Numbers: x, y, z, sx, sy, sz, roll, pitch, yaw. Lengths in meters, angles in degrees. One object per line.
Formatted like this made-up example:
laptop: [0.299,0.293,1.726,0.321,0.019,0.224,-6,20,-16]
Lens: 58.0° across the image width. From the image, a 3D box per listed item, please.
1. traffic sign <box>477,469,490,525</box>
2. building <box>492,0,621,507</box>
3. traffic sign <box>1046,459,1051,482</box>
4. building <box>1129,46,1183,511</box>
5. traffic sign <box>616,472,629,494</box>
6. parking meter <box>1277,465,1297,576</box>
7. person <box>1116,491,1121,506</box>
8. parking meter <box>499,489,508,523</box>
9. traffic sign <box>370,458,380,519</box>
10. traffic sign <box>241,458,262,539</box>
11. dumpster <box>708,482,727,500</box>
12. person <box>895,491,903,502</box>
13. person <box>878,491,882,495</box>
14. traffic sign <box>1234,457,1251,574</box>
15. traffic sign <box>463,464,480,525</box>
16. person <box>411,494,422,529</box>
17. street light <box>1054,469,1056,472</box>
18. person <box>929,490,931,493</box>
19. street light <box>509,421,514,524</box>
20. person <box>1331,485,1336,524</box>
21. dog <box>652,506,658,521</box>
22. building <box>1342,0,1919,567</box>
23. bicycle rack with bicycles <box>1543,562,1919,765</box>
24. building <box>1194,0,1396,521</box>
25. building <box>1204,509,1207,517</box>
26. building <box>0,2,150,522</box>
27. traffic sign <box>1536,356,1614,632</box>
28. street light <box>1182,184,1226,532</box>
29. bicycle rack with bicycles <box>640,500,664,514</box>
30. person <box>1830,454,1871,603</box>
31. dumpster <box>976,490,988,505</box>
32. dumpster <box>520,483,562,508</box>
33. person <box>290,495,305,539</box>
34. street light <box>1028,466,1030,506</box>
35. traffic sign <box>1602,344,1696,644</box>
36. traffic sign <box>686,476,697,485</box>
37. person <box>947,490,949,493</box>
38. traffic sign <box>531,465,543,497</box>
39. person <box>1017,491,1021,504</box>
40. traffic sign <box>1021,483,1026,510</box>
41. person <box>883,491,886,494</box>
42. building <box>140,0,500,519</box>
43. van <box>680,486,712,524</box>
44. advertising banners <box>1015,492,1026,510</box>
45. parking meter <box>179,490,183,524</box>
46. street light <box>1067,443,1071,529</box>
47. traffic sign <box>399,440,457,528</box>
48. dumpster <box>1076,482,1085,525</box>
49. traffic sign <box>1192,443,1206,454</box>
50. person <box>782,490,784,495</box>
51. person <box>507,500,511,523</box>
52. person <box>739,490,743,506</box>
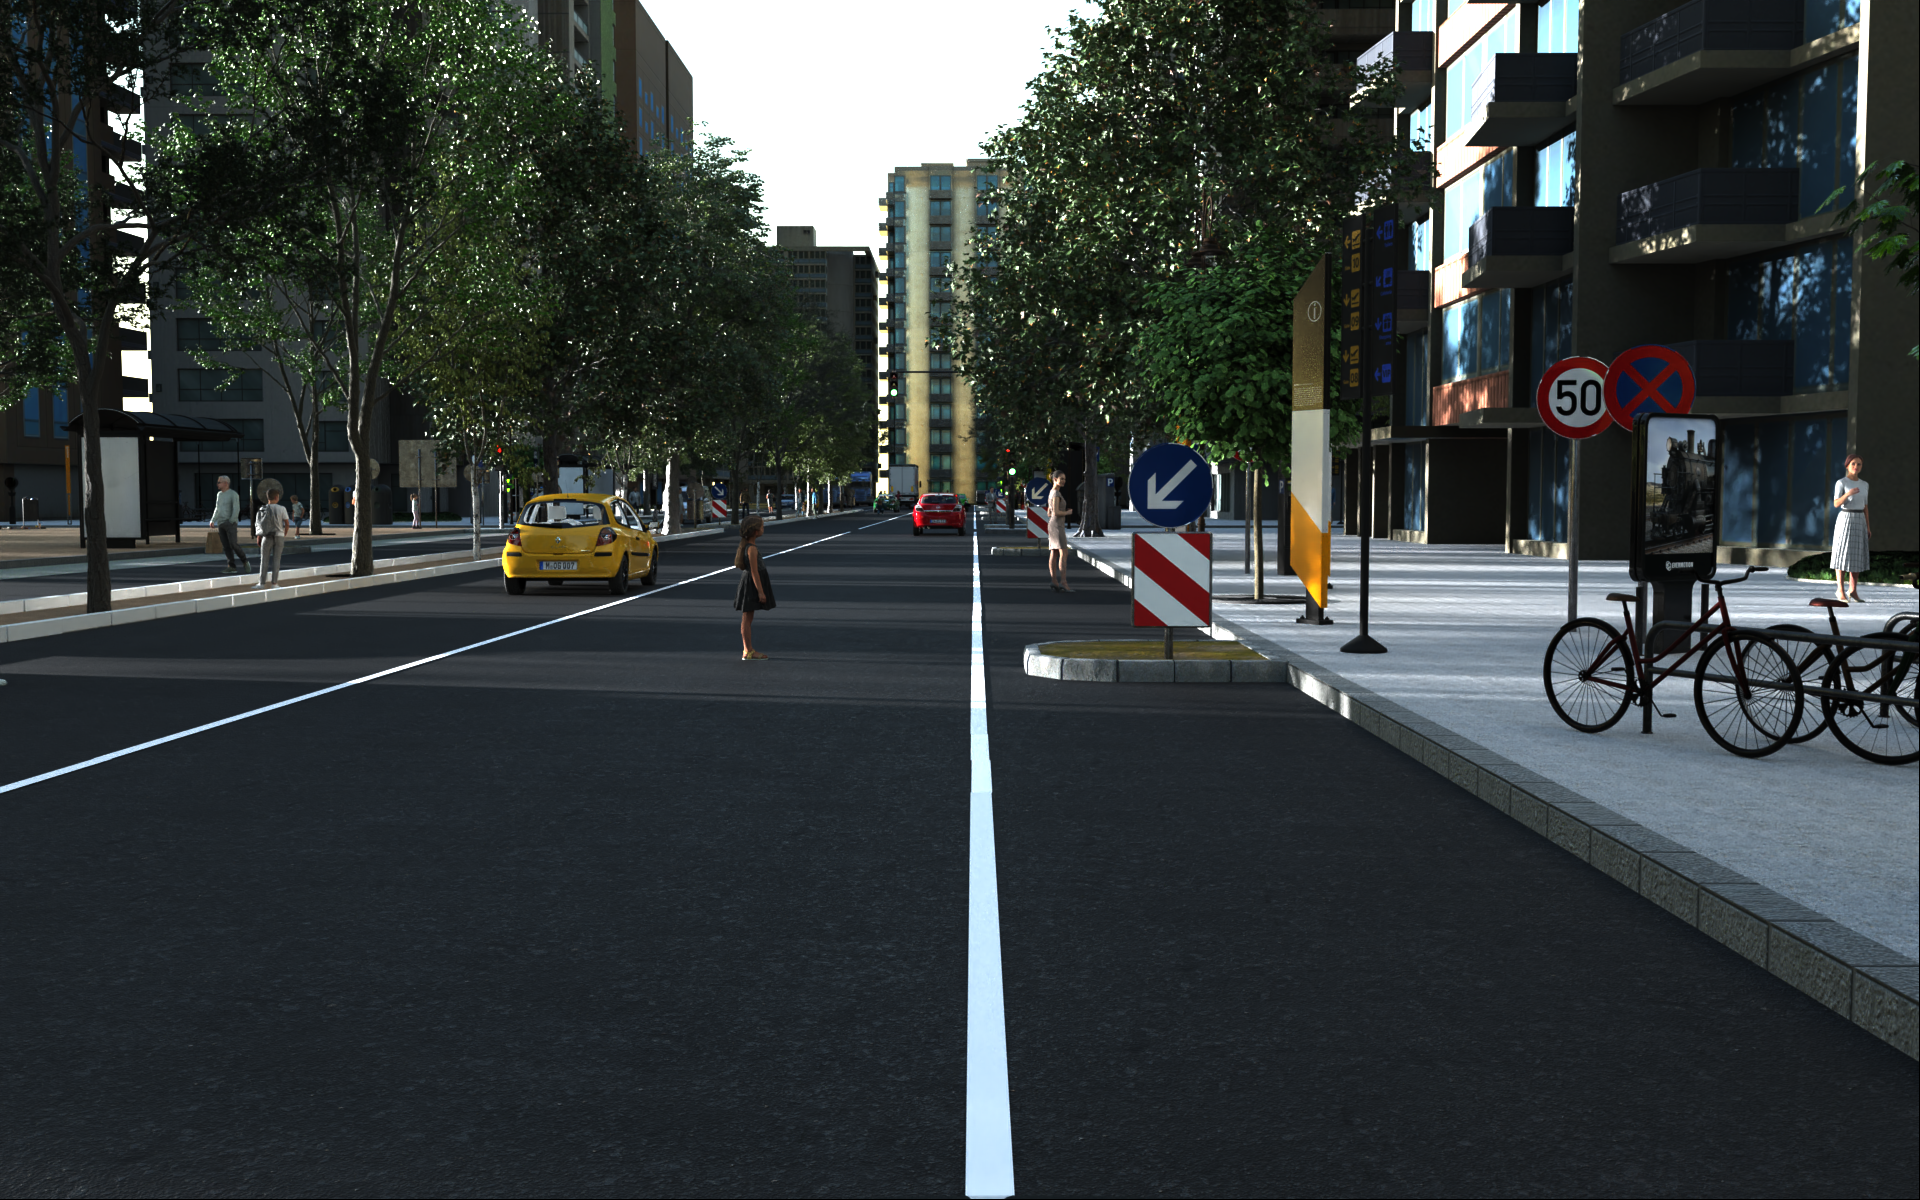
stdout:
traffic sign: [-19.656,-4.236,71.381,0.606,2.300,0.079,0,4,3]
building: [-32.150,-26.708,120.267,14.154,41.232,14.086,0,4,0]
traffic sign: [5.833,-6.186,95.008,2.265,3.308,0.079,0,4,2]
building: [23.652,-36.080,131.902,21.231,58.520,28.212,0,4,0]
traffic sign: [-19.378,-6.075,99.427,0.768,2.556,0.104,1,4,10]
parking meter: [5.203,-1.325,27.377,0.255,1.863,0.399,-1,4,-10]
person: [10.433,-6.651,114.969,0.590,1.801,0.661,-1,4,-14]
parking meter: [-20.168,-4.163,76.469,0.372,1.533,0.369,0,3,0]
traffic sign: [-20.967,-3.757,61.535,0.768,2.556,0.104,1,4,9]
traffic sign: [-20.075,-2.872,49.093,0.606,2.300,0.079,0,4,2]
dumpster: [-19.439,-8.270,137.713,1.502,2.255,1.985,0,4,1]
person: [-5.770,-9.244,160.363,1.217,1.743,0.721,3,4,36]
person: [-7.643,-9.644,166.855,0.551,1.740,0.621,2,4,24]
traffic sign: [4.632,-1.695,27.827,0.768,2.556,0.104,1,4,9]
traffic sign: [-20.463,-4.438,72.670,0.768,2.556,0.104,0,4,5]
person: [-20.032,-3.272,63.812,0.394,1.301,0.425,-2,4,-25]
street light: [3.988,-6.098,72.489,0.468,5.910,1.993,0,4,0]
person: [-3.050,-10.189,175.109,1.348,1.822,0.705,-2,4,-27]
street light: [-18.943,-6.131,73.028,0.468,5.910,1.993,0,4,0]
person: [15.884,-4.171,74.259,0.654,1.822,0.581,-3,4,-38]
dog: [-15.987,-4.491,90.270,0.513,0.831,0.800,2,4,34]
building: [21.569,-23.600,40.480,22.147,44.769,28.867,0,4,0]
bicycle rack with bicycles: [4.772,0.293,8.590,2.852,0.926,2.925,-1,4,-21]
building: [19.496,-19.317,87.540,14.107,30.474,14.160,0,4,0]
building: [20.212,-25.674,103.363,14.154,41.232,14.086,0,4,0]
building: [-50.654,-26.600,85.025,14.200,45.320,14.600,0,4,0]
traffic sign: [5.710,-0.977,16.076,0.768,2.556,0.104,0,4,4]
street light: [3.674,-3.269,26.236,0.468,5.910,1.993,0,4,0]
bicycle rack with bicycles: [-19.467,-6.118,113.412,2.852,0.926,2.925,3,4,36]
person: [10.572,-0.847,20.455,0.480,1.755,0.524,-1,4,-12]
dumpster: [2.840,-12.022,204.774,1.865,1.857,1.264,0,4,-1]
dumpster: [-19.248,-4.714,79.563,1.502,2.255,1.985,0,4,1]
person: [-18.995,-2.382,49.668,0.352,1.250,0.332,-2,4,-33]
street light: [4.380,-8.366,109.567,0.468,5.910,1.993,0,4,0]
traffic sign: [5.858,-0.899,14.809,0.768,2.556,0.104,0,4,6]
traffic sign: [-19.053,-7.517,123.006,0.768,2.556,0.104,0,4,2]
person: [-1.260,-10.201,175.268,1.348,1.826,0.705,2,4,27]
traffic sign: [-18.669,-4.681,76.534,0.884,2.594,0.081,0,4,8]
person: [7.531,-13.248,223.095,0.683,1.767,0.568,3,4,37]
traffic sign: [5.103,-8.308,135.941,0.768,2.556,0.104,0,4,6]
person: [-8.320,-11.221,191.979,1.348,1.822,0.705,0,4,5]
building: [-33.792,-19.675,93.383,14.160,30.474,14.107,0,4,0]
van: [-13.165,-4.737,84.456,2.013,2.044,4.112,0,4,2]
advertising banners: [5.121,-8.862,141.078,2.074,3.025,0.090,3,4,36]
parking meter: [-33.464,-4.016,74.076,0.372,1.533,0.369,0,3,0]
street light: [4.009,-5.552,63.555,0.468,5.910,1.993,0,4,0]
traffic sign: [-19.979,-4.350,64.999,2.265,3.308,0.079,1,4,8]
dumpster: [5.479,-4.048,71.946,1.264,1.857,1.865,0,4,1]
traffic sign: [5.711,-2.620,42.936,0.768,2.556,0.104,0,4,3]
person: [-20.202,-11.670,197.572,0.721,1.743,1.217,1,4,17]
person: [-20.428,-4.079,77.754,0.505,1.210,0.382,-1,4,-22]
person: [-23.836,-11.173,189.164,0.568,1.767,0.683,-2,4,-32]
